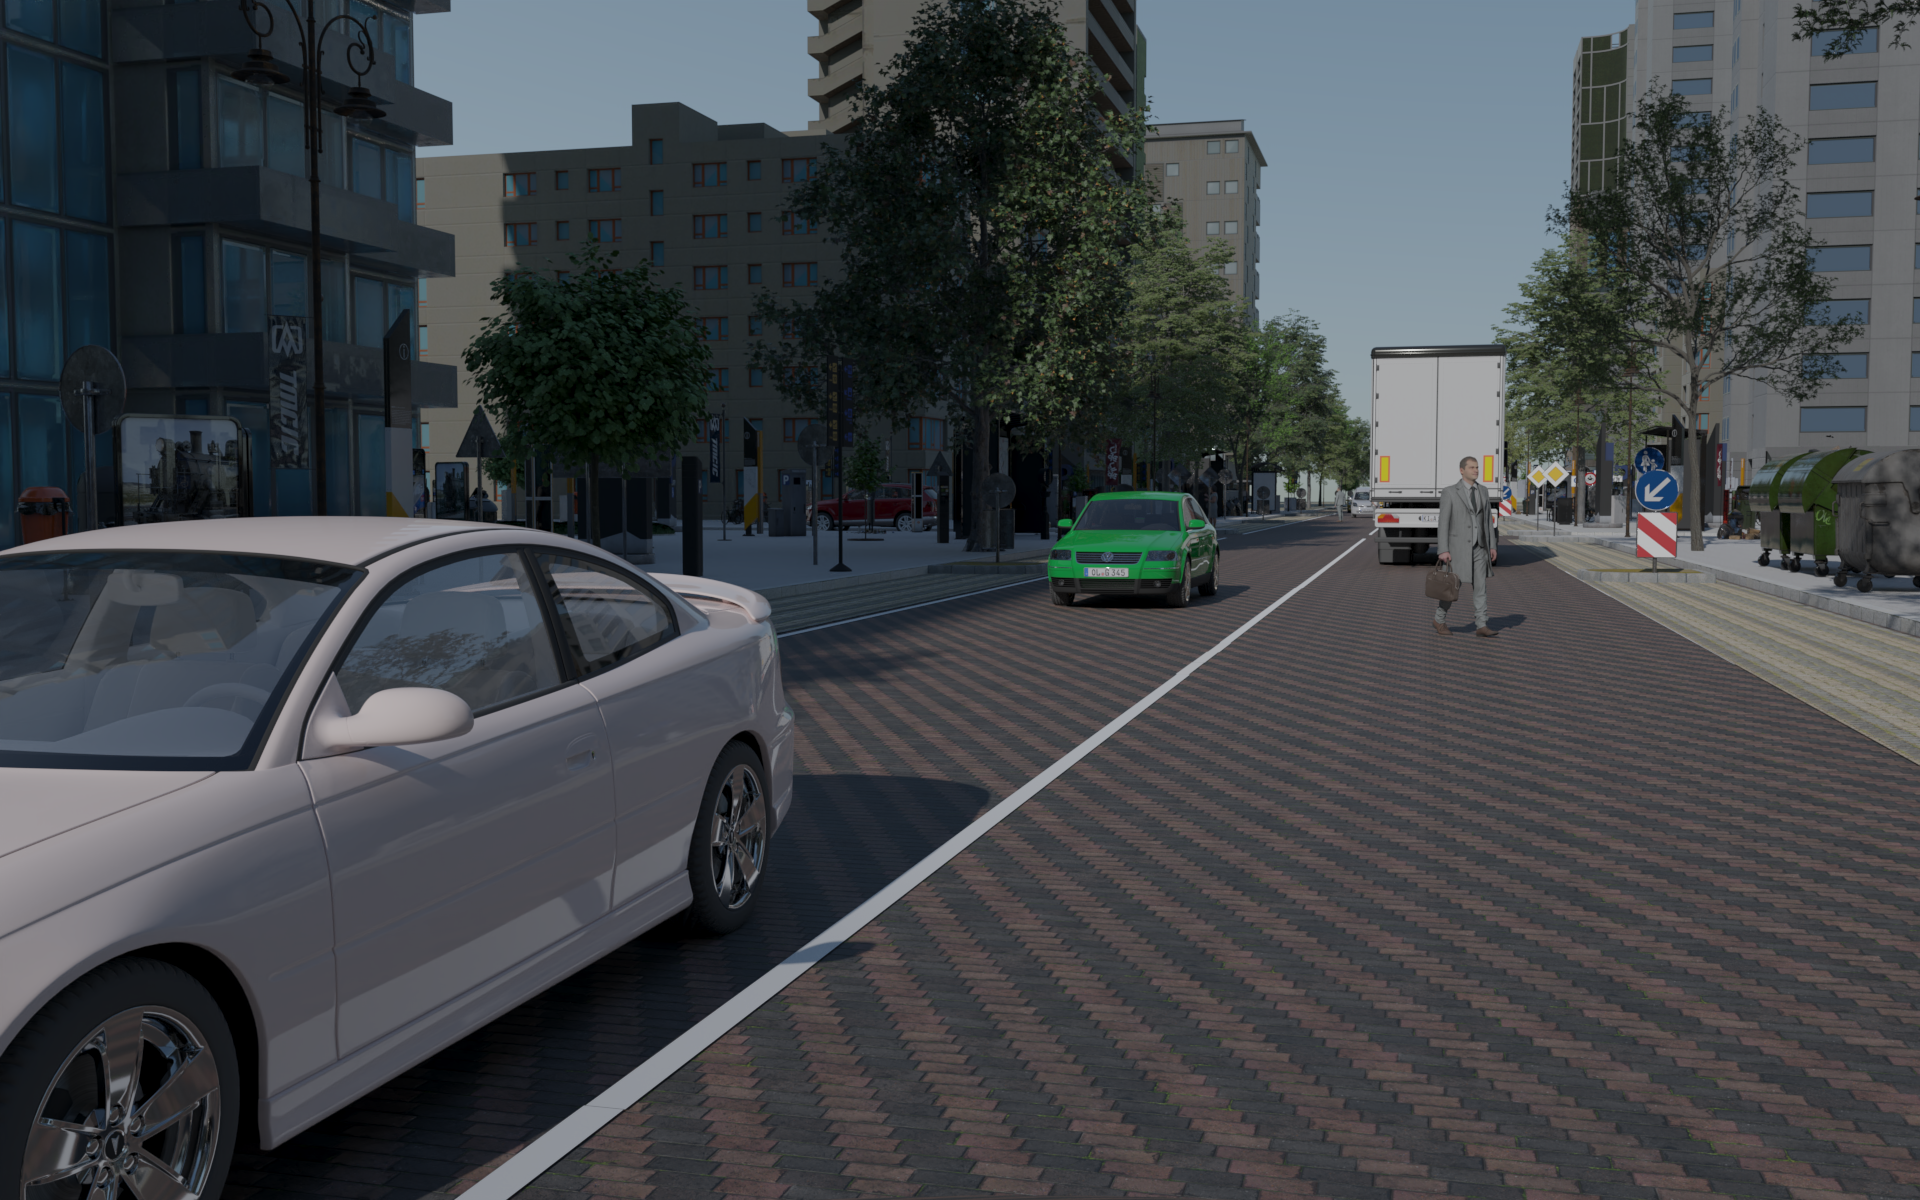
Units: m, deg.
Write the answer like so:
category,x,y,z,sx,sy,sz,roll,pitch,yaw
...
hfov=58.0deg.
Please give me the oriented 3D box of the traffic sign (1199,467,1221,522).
category,x,y,z,sx,sy,sz,roll,pitch,yaw
traffic sign,9.103,-3.642,63.181,0.795,2.450,0.064,1,4,15

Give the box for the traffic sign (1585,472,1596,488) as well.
category,x,y,z,sx,sy,sz,roll,pitch,yaw
traffic sign,36.651,-6.157,100.771,0.768,2.556,0.104,1,4,18

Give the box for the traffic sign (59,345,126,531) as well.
category,x,y,z,sx,sy,sz,roll,pitch,yaw
traffic sign,-7.419,-0.898,14.794,0.768,2.556,0.104,1,4,23

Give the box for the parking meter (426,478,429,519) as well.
category,x,y,z,sx,sy,sz,roll,pitch,yaw
parking meter,-16.863,-2.970,54.264,0.399,1.863,0.255,-1,4,-22

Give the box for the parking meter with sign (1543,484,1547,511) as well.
category,x,y,z,sx,sy,sz,roll,pitch,yaw
parking meter with sign,44.302,-8.289,131.790,1.738,3.016,0.543,2,4,25

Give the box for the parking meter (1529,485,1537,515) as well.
category,x,y,z,sx,sy,sz,roll,pitch,yaw
parking meter,35.185,-6.157,106.384,0.399,1.863,0.255,2,4,24

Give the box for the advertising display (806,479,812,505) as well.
category,x,y,z,sx,sy,sz,roll,pitch,yaw
advertising display,-6.537,-4.183,73.613,0.123,1.923,0.974,2,4,34

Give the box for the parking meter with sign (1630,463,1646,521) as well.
category,x,y,z,sx,sy,sz,roll,pitch,yaw
parking meter with sign,33.273,-5.335,83.489,1.738,3.016,0.543,1,4,19

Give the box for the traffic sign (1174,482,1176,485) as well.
category,x,y,z,sx,sy,sz,roll,pitch,yaw
traffic sign,11.959,-5.939,97.203,0.768,2.556,0.104,1,4,19

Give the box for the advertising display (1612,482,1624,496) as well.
category,x,y,z,sx,sy,sz,roll,pitch,yaw
advertising display,33.730,-5.146,89.348,0.974,1.923,0.123,-1,4,-9

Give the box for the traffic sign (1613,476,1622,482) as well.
category,x,y,z,sx,sy,sz,roll,pitch,yaw
traffic sign,36.024,-5.687,95.115,0.606,2.300,0.079,1,4,15

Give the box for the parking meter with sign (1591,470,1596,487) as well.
category,x,y,z,sx,sy,sz,roll,pitch,yaw
parking meter with sign,45.476,-7.836,124.374,0.543,3.016,1.738,3,4,36

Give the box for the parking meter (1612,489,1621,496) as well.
category,x,y,z,sx,sy,sz,roll,pitch,yaw
parking meter,30.346,-4.385,80.113,0.372,1.533,0.369,0,3,0

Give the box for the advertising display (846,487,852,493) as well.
category,x,y,z,sx,sy,sz,roll,pitch,yaw
advertising display,-4.062,-3.884,68.712,0.974,1.923,0.123,-2,4,-35

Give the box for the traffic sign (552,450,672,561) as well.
category,x,y,z,sx,sy,sz,roll,pitch,yaw
traffic sign,-5.466,-2.010,26.735,2.265,3.308,0.079,1,4,20

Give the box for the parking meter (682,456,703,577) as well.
category,x,y,z,sx,sy,sz,roll,pitch,yaw
parking meter,-4.168,-1.301,26.977,0.255,1.863,0.399,0,4,4

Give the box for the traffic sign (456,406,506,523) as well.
category,x,y,z,sx,sy,sz,roll,pitch,yaw
traffic sign,-7.001,-1.545,25.257,0.884,2.594,0.081,1,4,22

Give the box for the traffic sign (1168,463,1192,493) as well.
category,x,y,z,sx,sy,sz,roll,pitch,yaw
traffic sign,7.035,-3.170,55.467,0.795,2.450,0.064,1,4,15

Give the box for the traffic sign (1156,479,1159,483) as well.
category,x,y,z,sx,sy,sz,roll,pitch,yaw
traffic sign,10.485,-5.413,89.691,0.795,2.450,0.064,1,4,23

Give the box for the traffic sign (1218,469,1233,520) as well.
category,x,y,z,sx,sy,sz,roll,pitch,yaw
traffic sign,13.361,-5.331,87.269,0.768,2.556,0.104,1,4,21

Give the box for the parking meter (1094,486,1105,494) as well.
category,x,y,z,sx,sy,sz,roll,pitch,yaw
parking meter,4.452,-2.879,55.484,0.372,1.533,0.369,0,3,0

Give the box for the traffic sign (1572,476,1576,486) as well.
category,x,y,z,sx,sy,sz,roll,pitch,yaw
traffic sign,34.996,-5.881,98.287,0.606,2.300,0.079,1,4,22

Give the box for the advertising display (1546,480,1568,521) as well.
category,x,y,z,sx,sy,sz,roll,pitch,yaw
advertising display,28.157,-4.681,81.741,0.974,1.923,0.123,3,5,40

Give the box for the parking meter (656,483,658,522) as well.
category,x,y,z,sx,sy,sz,roll,pitch,yaw
parking meter,-13.872,-4.562,80.295,0.399,1.863,0.255,2,4,31

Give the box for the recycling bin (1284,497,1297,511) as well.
category,x,y,z,sx,sy,sz,roll,pitch,yaw
recycling bin,25.782,-7.501,135.195,0.722,1.027,0.722,3,5,43

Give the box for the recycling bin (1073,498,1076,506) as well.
category,x,y,z,sx,sy,sz,roll,pitch,yaw
recycling bin,7.101,-6.034,111.209,0.722,1.027,0.722,0,4,-1

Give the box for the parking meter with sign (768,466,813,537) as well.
category,x,y,z,sx,sy,sz,roll,pitch,yaw
parking meter with sign,-5.062,-3.443,52.547,0.543,3.016,1.738,3,5,41

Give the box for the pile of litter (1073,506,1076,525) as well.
category,x,y,z,sx,sy,sz,roll,pitch,yaw
pile of litter,4.689,-3.648,73.606,1.176,0.858,1.719,0,4,4

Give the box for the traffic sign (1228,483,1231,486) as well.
category,x,y,z,sx,sy,sz,roll,pitch,yaw
traffic sign,17.512,-7.030,114.945,0.884,2.594,0.081,1,4,16

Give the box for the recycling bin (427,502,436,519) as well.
category,x,y,z,sx,sy,sz,roll,pitch,yaw
recycling bin,-16.529,-2.596,55.001,0.722,1.027,0.722,-2,4,-33

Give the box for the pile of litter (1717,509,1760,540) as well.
category,x,y,z,sx,sy,sz,roll,pitch,yaw
pile of litter,22.298,-2.158,49.256,1.719,0.858,1.176,-1,4,-12

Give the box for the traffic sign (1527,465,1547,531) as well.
category,x,y,z,sx,sy,sz,roll,pitch,yaw
traffic sign,20.105,-3.461,60.222,0.795,2.450,0.064,1,4,15

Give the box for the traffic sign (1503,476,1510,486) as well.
category,x,y,z,sx,sy,sz,roll,pitch,yaw
traffic sign,39.131,-7.616,124.624,0.768,2.556,0.104,2,4,24

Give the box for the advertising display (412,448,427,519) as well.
category,x,y,z,sx,sy,sz,roll,pitch,yaw
advertising display,-7.701,-1.159,24.158,0.123,1.923,0.974,0,4,7

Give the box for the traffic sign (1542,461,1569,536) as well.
category,x,y,z,sx,sy,sz,roll,pitch,yaw
traffic sign,18.037,-2.989,52.508,0.795,2.450,0.064,1,4,15

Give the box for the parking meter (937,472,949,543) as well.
category,x,y,z,sx,sy,sz,roll,pitch,yaw
parking meter,-0.442,-2.415,45.192,0.255,1.863,0.399,-1,4,-14

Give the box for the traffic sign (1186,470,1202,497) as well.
category,x,y,z,sx,sy,sz,roll,pitch,yaw
traffic sign,12.069,-5.471,89.456,0.884,2.594,0.081,2,4,25

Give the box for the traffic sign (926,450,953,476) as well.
category,x,y,z,sx,sy,sz,roll,pitch,yaw
traffic sign,-0.602,-3.153,51.555,0.884,2.594,0.081,1,4,22

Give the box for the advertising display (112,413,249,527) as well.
category,x,y,z,sx,sy,sz,roll,pitch,yaw
advertising display,-6.317,-0.540,14.047,0.974,1.923,0.123,-3,5,-42

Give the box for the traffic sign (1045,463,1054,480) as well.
category,x,y,z,sx,sy,sz,roll,pitch,yaw
traffic sign,3.051,-3.913,63.975,0.884,2.594,0.081,2,4,24

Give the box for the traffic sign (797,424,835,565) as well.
category,x,y,z,sx,sy,sz,roll,pitch,yaw
traffic sign,-2.619,-1.908,31.300,0.768,2.556,0.104,2,4,24

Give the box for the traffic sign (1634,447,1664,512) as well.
category,x,y,z,sx,sy,sz,roll,pitch,yaw
traffic sign,18.783,-2.885,47.274,0.768,2.556,0.104,1,4,17

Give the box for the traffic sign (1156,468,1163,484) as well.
category,x,y,z,sx,sy,sz,roll,pitch,yaw
traffic sign,9.918,-5.170,84.638,0.768,2.556,0.104,1,4,22

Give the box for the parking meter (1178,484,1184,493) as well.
category,x,y,z,sx,sy,sz,roll,pitch,yaw
parking meter,11.772,-5.260,91.710,0.255,1.863,0.399,-3,5,-45

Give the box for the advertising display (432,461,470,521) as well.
category,x,y,z,sx,sy,sz,roll,pitch,yaw
advertising display,-10.124,-1.794,34.551,0.974,1.923,0.123,3,4,38

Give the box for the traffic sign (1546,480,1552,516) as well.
category,x,y,z,sx,sy,sz,roll,pitch,yaw
traffic sign,34.319,-6.131,100.340,0.768,2.556,0.104,1,4,21

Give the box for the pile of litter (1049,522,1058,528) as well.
category,x,y,z,sx,sy,sz,roll,pitch,yaw
pile of litter,2.901,-3.117,64.933,1.719,0.858,1.176,1,4,15

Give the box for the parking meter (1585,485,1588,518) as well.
category,x,y,z,sx,sy,sz,roll,pitch,yaw
parking meter,33.147,-5.284,92.110,0.399,1.863,0.255,-1,4,-11

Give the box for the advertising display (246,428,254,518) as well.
category,x,y,z,sx,sy,sz,roll,pitch,yaw
advertising display,-7.284,-0.714,16.884,0.974,1.923,0.123,2,4,25

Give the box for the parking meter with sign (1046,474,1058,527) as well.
category,x,y,z,sx,sy,sz,roll,pitch,yaw
parking meter with sign,3.461,-4.313,66.771,1.738,3.016,0.543,1,4,12

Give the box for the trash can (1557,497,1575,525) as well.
category,x,y,z,sx,sy,sz,roll,pitch,yaw
trash can,25.194,-3.699,72.125,0.748,1.137,0.748,0,3,0
